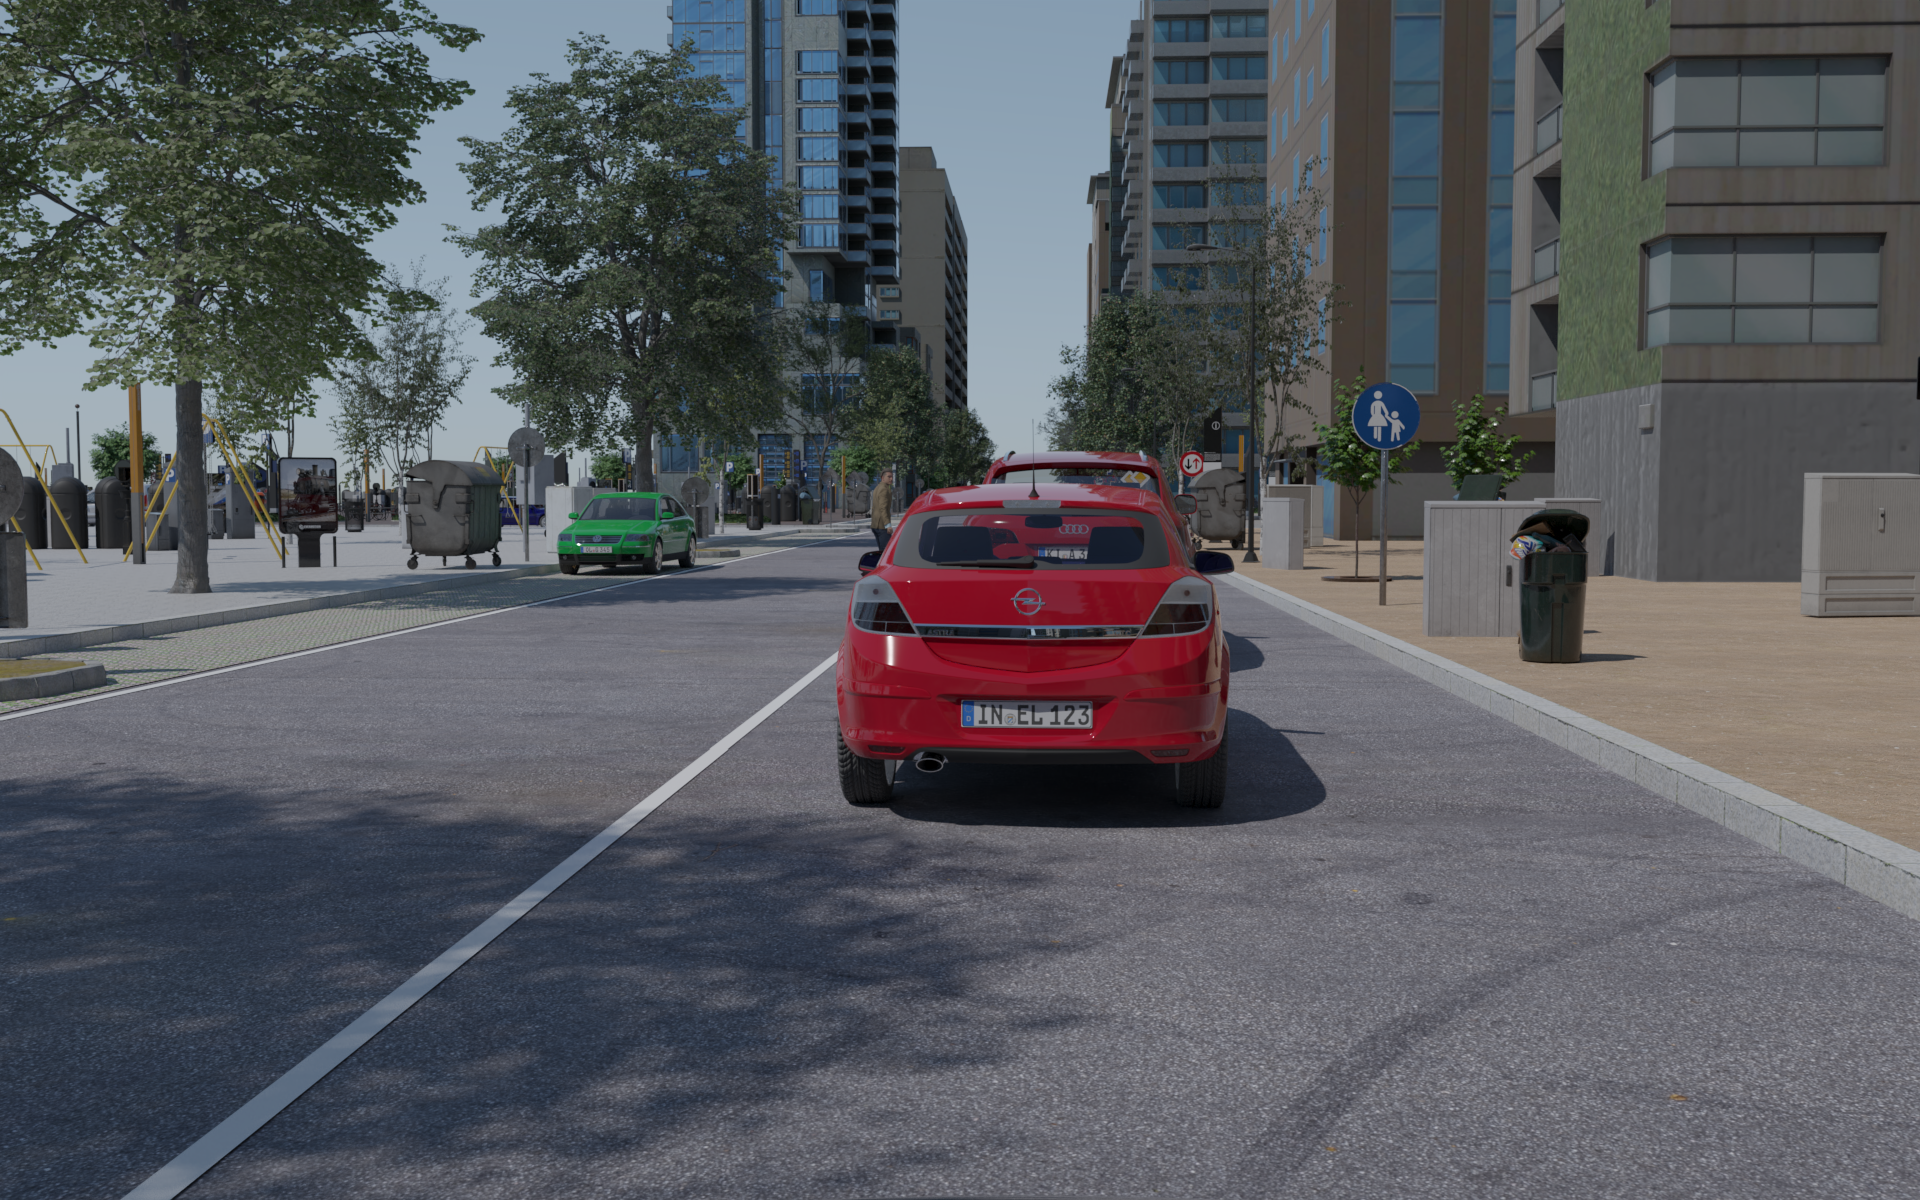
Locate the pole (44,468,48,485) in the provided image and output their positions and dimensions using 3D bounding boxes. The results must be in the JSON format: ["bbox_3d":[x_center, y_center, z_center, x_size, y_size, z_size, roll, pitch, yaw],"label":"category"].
[{"bbox_3d":[-71.273,-8.640,135.115,0.158,3.312,0.155,0,3,0],"label":"pole"}]

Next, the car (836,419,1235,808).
[{"bbox_3d":[0.449,-0.025,9.451,2.155,1.783,4.494,0,4,4],"label":"car"}]

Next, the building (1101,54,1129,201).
[{"bbox_3d":[31.898,-37.646,204.753,28.713,52.752,27.495,0,4,3],"label":"building"}]

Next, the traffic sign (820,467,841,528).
[{"bbox_3d":[-4.818,-3.731,64.638,0.795,2.450,0.064,0,4,3],"label":"traffic sign"}]

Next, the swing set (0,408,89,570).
[{"bbox_3d":[-17.200,-1.999,30.312,2.862,2.851,3.119,-1,4,-13],"label":"swing set"}]

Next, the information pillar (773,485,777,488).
[{"bbox_3d":[-15.404,-8.540,144.114,0.304,2.012,0.304,0,4,1],"label":"information pillar"}]

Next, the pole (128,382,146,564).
[{"bbox_3d":[-14.996,-2.307,31.558,0.158,3.312,0.155,0,3,0],"label":"pole"}]

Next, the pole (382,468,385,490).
[{"bbox_3d":[-45.866,-8.809,137.873,0.158,3.312,0.155,0,3,0],"label":"pole"}]

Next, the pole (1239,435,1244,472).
[{"bbox_3d":[9.775,-4.060,60.231,0.158,3.312,0.155,0,3,0],"label":"pole"}]

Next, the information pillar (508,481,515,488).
[{"bbox_3d":[-25.074,-5.647,96.822,0.304,2.012,0.304,-3,5,-43],"label":"information pillar"}]

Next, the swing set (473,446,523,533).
[{"bbox_3d":[-15.240,-3.689,57.937,2.862,2.851,3.119,1,4,11],"label":"swing set"}]

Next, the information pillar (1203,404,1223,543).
[{"bbox_3d":[6.627,-3.303,45.362,0.504,3.616,0.183,1,4,19],"label":"information pillar"}]

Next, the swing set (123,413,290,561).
[{"bbox_3d":[-15.081,-2.273,34.788,2.862,2.851,3.119,-1,4,-19],"label":"swing set"}]

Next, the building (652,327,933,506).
[{"bbox_3d":[-17.766,-21.380,194.600,27.650,21.520,28.899,0,4,3],"label":"building"}]

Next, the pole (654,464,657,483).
[{"bbox_3d":[-20.547,-7.524,116.857,0.158,3.312,0.155,0,3,0],"label":"pole"}]

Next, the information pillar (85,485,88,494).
[{"bbox_3d":[-69.523,-8.146,137.684,0.304,2.012,0.304,3,5,44],"label":"information pillar"}]

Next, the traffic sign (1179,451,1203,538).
[{"bbox_3d":[6.829,-3.111,50.965,0.768,2.556,0.104,0,4,8],"label":"traffic sign"}]

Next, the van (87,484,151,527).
[{"bbox_3d":[-34.556,-3.871,70.309,4.112,2.044,2.013,0,4,2],"label":"van"}]

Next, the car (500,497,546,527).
[{"bbox_3d":[-17.515,-3.478,69.448,3.894,1.354,1.945,0,4,2],"label":"car"}]

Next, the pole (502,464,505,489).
[{"bbox_3d":[-30.767,-7.519,116.776,0.158,3.312,0.155,0,3,0],"label":"pole"}]

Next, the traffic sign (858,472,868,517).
[{"bbox_3d":[-5.589,-6.021,98.554,0.768,2.556,0.104,1,4,10],"label":"traffic sign"}]

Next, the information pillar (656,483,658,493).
[{"bbox_3d":[-19.441,-6.481,110.448,0.304,2.012,0.304,2,4,27],"label":"information pillar"}]

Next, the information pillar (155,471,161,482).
[{"bbox_3d":[-60.796,-8.562,131.335,0.504,3.616,0.183,1,4,23],"label":"information pillar"}]

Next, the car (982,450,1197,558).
[{"bbox_3d":[1.081,-0.450,16.023,2.281,1.827,5.304,0,4,4],"label":"car"}]

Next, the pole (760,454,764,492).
[{"bbox_3d":[-10.195,-5.828,89.127,0.158,3.312,0.155,0,3,0],"label":"pole"}]

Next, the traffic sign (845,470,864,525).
[{"bbox_3d":[-4.429,-4.218,72.614,0.795,2.450,0.064,0,4,3],"label":"traffic sign"}]

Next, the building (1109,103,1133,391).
[{"bbox_3d":[22.827,-30.631,184.407,14.154,41.232,14.086,0,4,3],"label":"building"}]

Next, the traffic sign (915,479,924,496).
[{"bbox_3d":[-3.357,-8.796,143.918,0.768,2.556,0.104,0,4,5],"label":"traffic sign"}]

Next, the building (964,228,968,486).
[{"bbox_3d":[-9.829,-40.674,288.726,21.300,48.544,21.600,0,4,3],"label":"building"}]

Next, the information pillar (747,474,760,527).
[{"bbox_3d":[-7.659,-3.647,64.115,0.304,2.012,0.304,-3,5,-43],"label":"information pillar"}]

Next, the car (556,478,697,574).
[{"bbox_3d":[-6.128,-1.429,32.166,1.959,1.807,4.718,0,4,4],"label":"car"}]

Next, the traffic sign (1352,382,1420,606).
[{"bbox_3d":[4.866,-1.208,19.858,0.768,2.556,0.104,0,4,6],"label":"traffic sign"}]

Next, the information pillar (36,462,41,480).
[{"bbox_3d":[-66.717,-8.201,125.435,0.183,3.616,0.504,0,4,5],"label":"information pillar"}]

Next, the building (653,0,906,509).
[{"bbox_3d":[-15.881,-51.981,162.565,22.319,86.520,31.000,0,4,3],"label":"building"}]

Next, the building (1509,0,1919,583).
[{"bbox_3d":[17.479,-21.213,30.430,14.154,41.232,14.086,0,4,3],"label":"building"}]

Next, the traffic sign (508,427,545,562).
[{"bbox_3d":[-8.232,-2.003,32.862,0.768,2.556,0.104,1,4,12],"label":"traffic sign"}]

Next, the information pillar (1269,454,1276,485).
[{"bbox_3d":[15.266,-5.679,84.205,0.504,3.616,0.183,2,4,28],"label":"information pillar"}]

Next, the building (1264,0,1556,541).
[{"bbox_3d":[17.269,-24.607,52.443,14.600,45.320,14.200,0,4,3],"label":"building"}]

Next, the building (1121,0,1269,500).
[{"bbox_3d":[26.509,-33.119,161.096,23.786,49.044,30.456,0,4,3],"label":"building"}]

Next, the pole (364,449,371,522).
[{"bbox_3d":[-27.110,-5.222,79.228,0.158,3.312,0.155,0,3,0],"label":"pole"}]

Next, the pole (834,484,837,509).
[{"bbox_3d":[-10.585,-9.374,147.108,0.158,3.312,0.155,0,3,0],"label":"pole"}]

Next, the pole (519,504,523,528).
[{"bbox_3d":[-16.642,-4.394,65.693,0.158,3.312,0.155,0,3,0],"label":"pole"}]

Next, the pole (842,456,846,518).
[{"bbox_3d":[-6.238,-6.061,92.941,0.158,3.312,0.155,0,3,0],"label":"pole"}]

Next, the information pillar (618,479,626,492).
[{"bbox_3d":[-16.442,-4.891,84.456,0.304,2.012,0.304,1,4,17],"label":"information pillar"}]

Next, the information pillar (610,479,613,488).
[{"bbox_3d":[-16.975,-4.852,83.830,0.304,2.012,0.304,0,4,-7],"label":"information pillar"}]

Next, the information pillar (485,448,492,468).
[{"bbox_3d":[-23.271,-5.757,85.475,0.504,3.616,0.183,3,5,42],"label":"information pillar"}]
